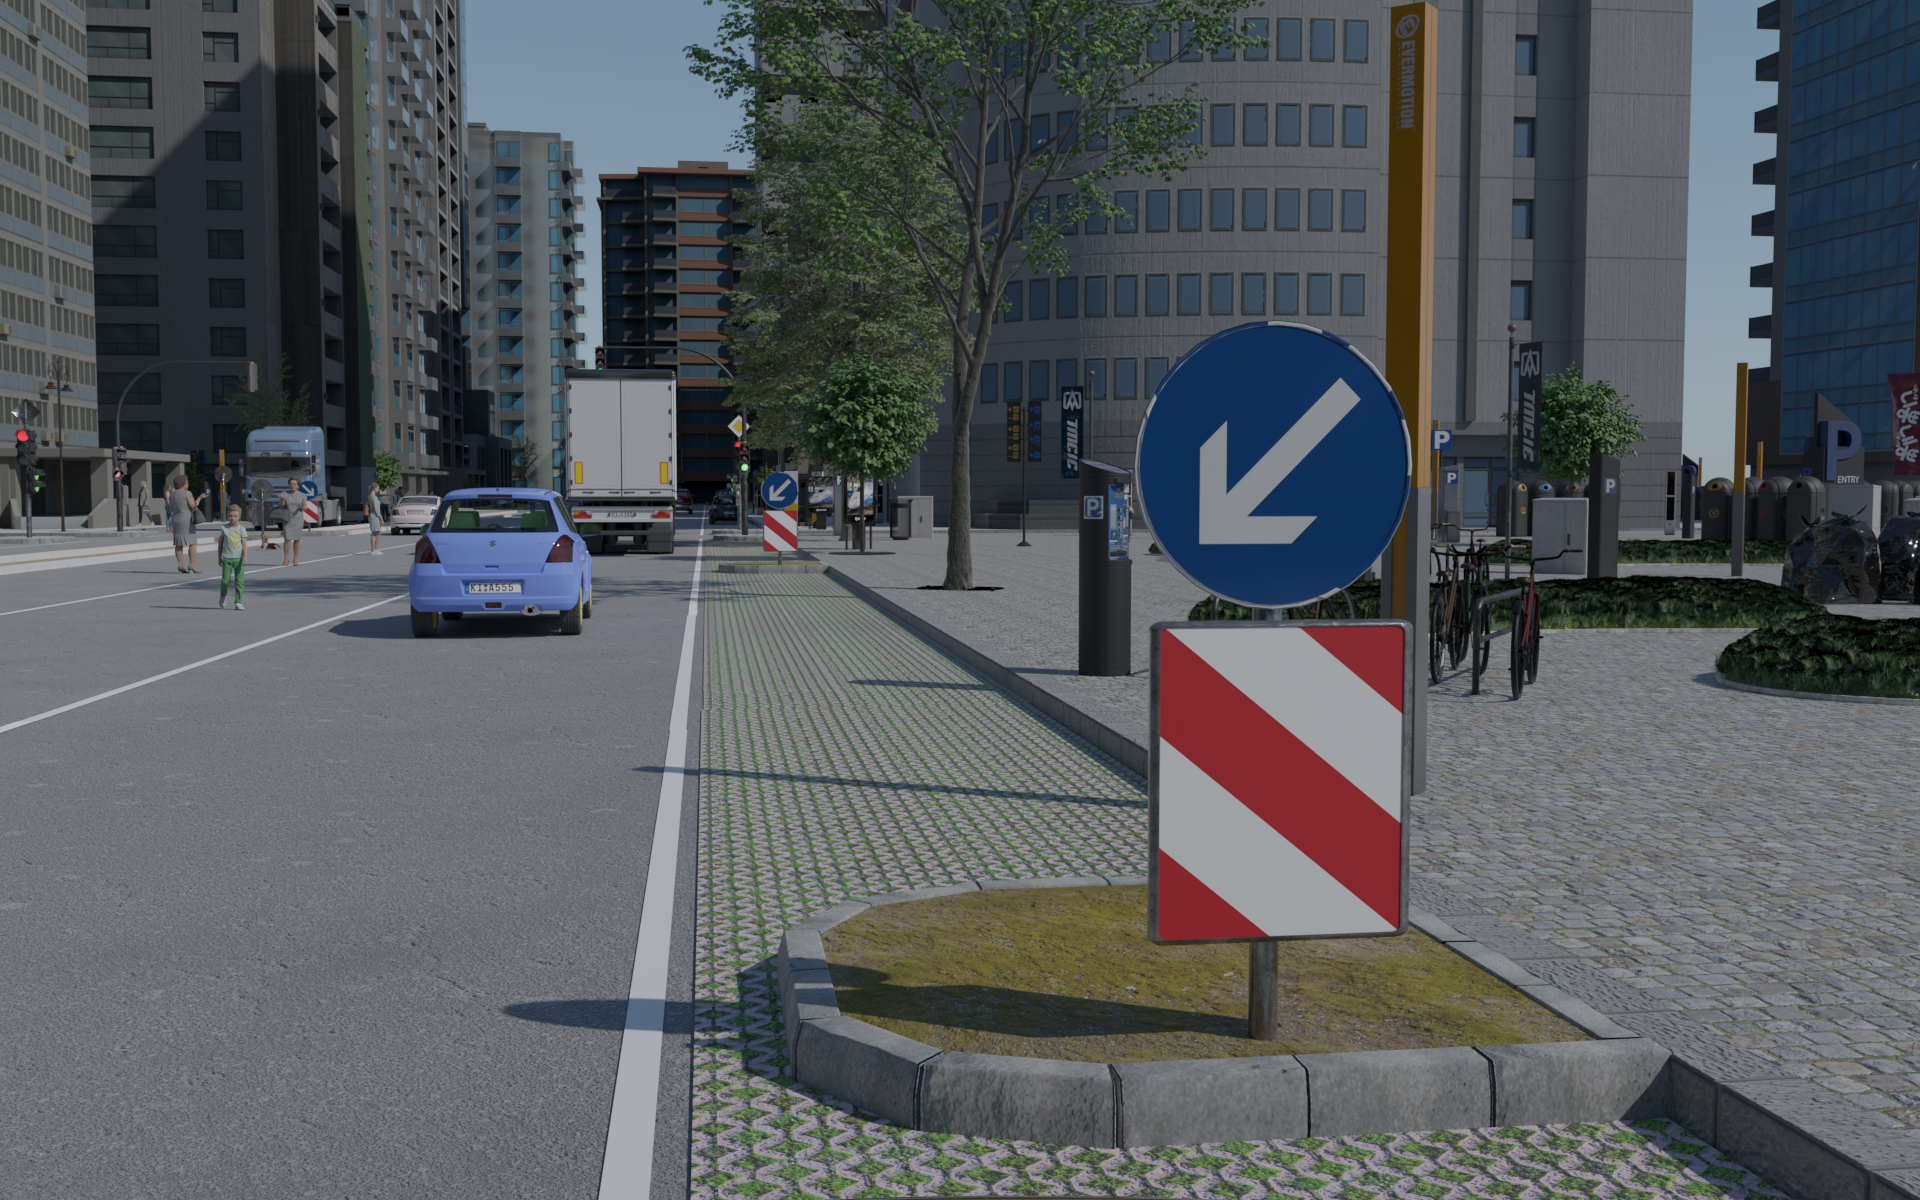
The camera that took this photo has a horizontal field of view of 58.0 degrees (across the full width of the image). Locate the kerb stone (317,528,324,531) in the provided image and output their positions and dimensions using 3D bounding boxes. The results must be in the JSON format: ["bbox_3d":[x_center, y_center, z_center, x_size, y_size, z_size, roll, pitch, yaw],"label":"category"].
[{"bbox_3d":[-24.063,-2.602,64.754,0.120,0.150,1.000,-1,4,-8],"label":"kerb stone"}]

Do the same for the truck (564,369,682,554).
[{"bbox_3d":[-8.539,-3.398,44.472,2.839,4.237,11.283,-1,4,-9],"label":"truck"}]

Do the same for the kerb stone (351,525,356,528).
[{"bbox_3d":[-24.955,-2.976,70.850,0.120,0.150,1.000,-1,4,-8],"label":"kerb stone"}]

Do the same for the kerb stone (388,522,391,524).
[{"bbox_3d":[-26.143,-3.468,78.980,0.120,0.150,1.000,-1,4,-8],"label":"kerb stone"}]

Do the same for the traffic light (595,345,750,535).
[{"bbox_3d":[-8.792,-4.819,53.451,4.771,5.953,1.251,-1,4,-8],"label":"traffic light"}]

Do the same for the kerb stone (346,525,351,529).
[{"bbox_3d":[-24.806,-2.914,69.835,0.120,0.150,1.000,-1,4,-8],"label":"kerb stone"}]

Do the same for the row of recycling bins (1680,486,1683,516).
[{"bbox_3d":[36.648,-4.821,85.942,3.534,1.692,1.069,-3,4,-37],"label":"row of recycling bins"}]

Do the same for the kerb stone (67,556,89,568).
[{"bbox_3d":[-17.455,-0.729,34.131,0.120,0.150,1.000,-1,4,-8],"label":"kerb stone"}]

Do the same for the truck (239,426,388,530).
[{"bbox_3d":[-27.522,-5.204,74.846,2.967,4.110,18.799,-1,4,-9],"label":"truck"}]

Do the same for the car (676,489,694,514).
[{"bbox_3d":[-20.077,-7.020,123.454,2.281,1.827,5.304,-1,4,-9],"label":"car"}]

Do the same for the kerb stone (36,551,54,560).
[{"bbox_3d":[-20.121,-0.958,37.859,0.120,0.150,1.000,-1,4,-8],"label":"kerb stone"}]

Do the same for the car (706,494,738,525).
[{"bbox_3d":[-11.023,-4.420,82.056,2.009,1.686,4.222,-1,4,-9],"label":"car"}]

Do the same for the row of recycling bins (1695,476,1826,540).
[{"bbox_3d":[19.082,-2.085,41.201,1.069,1.692,3.534,-1,4,-19],"label":"row of recycling bins"}]

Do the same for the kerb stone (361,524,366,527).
[{"bbox_3d":[-25.254,-3.100,72.883,0.120,0.150,1.000,-1,4,-8],"label":"kerb stone"}]

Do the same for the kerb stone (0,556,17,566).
[{"bbox_3d":[-19.833,-0.829,35.832,0.120,0.150,1.000,-1,4,-8],"label":"kerb stone"}]

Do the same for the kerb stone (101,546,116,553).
[{"bbox_3d":[-20.715,-1.203,41.917,0.120,0.150,1.000,-1,4,-8],"label":"kerb stone"}]

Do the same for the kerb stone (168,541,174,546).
[{"bbox_3d":[-21.463,-1.514,46.984,0.120,0.150,1.000,-1,4,-8],"label":"kerb stone"}]

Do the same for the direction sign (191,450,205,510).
[{"bbox_3d":[-39.524,-5.987,89.885,0.876,3.537,0.379,1,4,21],"label":"direction sign"}]

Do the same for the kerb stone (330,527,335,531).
[{"bbox_3d":[-24.364,-2.727,66.777,0.120,0.150,1.000,-1,4,-8],"label":"kerb stone"}]

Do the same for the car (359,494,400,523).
[{"bbox_3d":[-28.917,-4.682,86.781,2.015,1.641,3.980,0,4,-7],"label":"car"}]

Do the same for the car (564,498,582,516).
[{"bbox_3d":[-17.609,-4.191,80.529,2.014,1.417,4.499,0,4,-8],"label":"car"}]

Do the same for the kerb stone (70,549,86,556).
[{"bbox_3d":[-20.420,-1.081,39.883,0.120,0.150,1.000,-1,4,-8],"label":"kerb stone"}]

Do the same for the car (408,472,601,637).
[{"bbox_3d":[-4.890,-0.560,18.749,1.945,1.707,3.694,-1,4,-10],"label":"car"}]

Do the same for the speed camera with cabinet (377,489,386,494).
[{"bbox_3d":[-41.472,-7.841,122.541,0.660,3.252,2.038,1,4,17],"label":"speed camera with cabinet"}]

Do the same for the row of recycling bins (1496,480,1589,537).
[{"bbox_3d":[17.909,-2.758,52.210,3.534,1.692,1.069,0,4,-5],"label":"row of recycling bins"}]

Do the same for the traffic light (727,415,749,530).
[{"bbox_3d":[-7.891,-4.457,61.795,0.839,4.253,0.868,-1,4,-8],"label":"traffic light"}]

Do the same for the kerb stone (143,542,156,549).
[{"bbox_3d":[-21.163,-1.392,44.962,0.120,0.150,1.000,-1,4,-8],"label":"kerb stone"}]

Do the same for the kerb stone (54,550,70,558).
[{"bbox_3d":[-20.271,-1.020,38.870,0.120,0.150,1.000,-1,4,-8],"label":"kerb stone"}]

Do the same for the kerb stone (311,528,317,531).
[{"bbox_3d":[-23.912,-2.541,63.733,0.120,0.150,1.000,-1,4,-8],"label":"kerb stone"}]

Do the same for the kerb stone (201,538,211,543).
[{"bbox_3d":[-21.905,-1.702,50.021,0.120,0.150,1.000,-1,4,-8],"label":"kerb stone"}]

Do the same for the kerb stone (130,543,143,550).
[{"bbox_3d":[-21.017,-1.328,43.945,0.120,0.150,1.000,-1,4,-8],"label":"kerb stone"}]

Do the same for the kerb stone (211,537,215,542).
[{"bbox_3d":[-22.054,-1.764,51.032,0.120,0.150,1.000,-1,4,-8],"label":"kerb stone"}]

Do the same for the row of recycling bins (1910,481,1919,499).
[{"bbox_3d":[28.861,-2.813,53.098,3.534,1.692,1.069,-3,5,-42],"label":"row of recycling bins"}]

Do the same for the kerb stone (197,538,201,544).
[{"bbox_3d":[-21.754,-1.640,49.009,0.120,0.150,1.000,-1,4,-8],"label":"kerb stone"}]

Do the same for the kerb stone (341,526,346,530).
[{"bbox_3d":[-24.660,-2.852,68.821,0.120,0.150,1.000,-1,4,-8],"label":"kerb stone"}]

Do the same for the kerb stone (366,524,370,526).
[{"bbox_3d":[-25.401,-3.162,73.900,0.120,0.150,1.000,-1,4,-8],"label":"kerb stone"}]

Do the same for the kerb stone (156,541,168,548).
[{"bbox_3d":[-21.311,-1.454,45.973,0.120,0.150,1.000,-1,4,-8],"label":"kerb stone"}]

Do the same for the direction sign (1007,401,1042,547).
[{"bbox_3d":[1.573,-3.084,42.418,0.876,3.537,0.379,1,4,17],"label":"direction sign"}]

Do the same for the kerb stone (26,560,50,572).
[{"bbox_3d":[-17.162,-0.606,32.099,0.120,0.150,1.000,-1,4,-8],"label":"kerb stone"}]

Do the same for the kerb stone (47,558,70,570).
[{"bbox_3d":[-17.306,-0.668,33.113,0.120,0.150,1.000,-1,4,-8],"label":"kerb stone"}]

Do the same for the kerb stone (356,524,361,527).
[{"bbox_3d":[-25.106,-3.033,71.871,0.120,0.150,1.000,-1,4,-8],"label":"kerb stone"}]

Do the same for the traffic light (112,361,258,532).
[{"bbox_3d":[-26.474,-5.164,59.104,4.771,5.953,1.251,-1,4,-8],"label":"traffic light"}]

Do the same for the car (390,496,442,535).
[{"bbox_3d":[-19.117,-3.019,61.718,2.083,1.381,4.827,-1,4,-10],"label":"car"}]

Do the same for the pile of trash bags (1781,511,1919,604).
[{"bbox_3d":[11.601,-0.653,20.433,3.447,1.369,1.912,1,4,22],"label":"pile of trash bags"}]

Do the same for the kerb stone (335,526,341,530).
[{"bbox_3d":[-24.516,-2.789,67.797,0.120,0.150,1.000,-1,4,-8],"label":"kerb stone"}]

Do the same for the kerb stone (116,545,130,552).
[{"bbox_3d":[-20.864,-1.266,42.928,0.120,0.150,1.000,-1,4,-8],"label":"kerb stone"}]

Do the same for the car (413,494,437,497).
[{"bbox_3d":[-31.069,-5.402,100.322,2.014,1.417,4.499,-1,4,-8],"label":"car"}]

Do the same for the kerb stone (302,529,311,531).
[{"bbox_3d":[-23.764,-2.478,62.715,0.120,0.150,1.000,-1,4,-8],"label":"kerb stone"}]

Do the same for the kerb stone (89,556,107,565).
[{"bbox_3d":[-17.606,-0.787,35.142,0.120,0.150,1.000,-1,4,-8],"label":"kerb stone"}]

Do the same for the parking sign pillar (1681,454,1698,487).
[{"bbox_3d":[48.573,-7.756,115.278,1.447,3.967,1.447,-2,4,-33],"label":"parking sign pillar"}]

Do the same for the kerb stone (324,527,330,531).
[{"bbox_3d":[-24.209,-2.665,65.767,0.120,0.150,1.000,-1,4,-8],"label":"kerb stone"}]

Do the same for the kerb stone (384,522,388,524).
[{"bbox_3d":[-25.997,-3.411,77.966,0.120,0.150,1.000,-1,4,-8],"label":"kerb stone"}]

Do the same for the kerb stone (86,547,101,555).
[{"bbox_3d":[-20.572,-1.140,40.894,0.120,0.150,1.000,-1,4,-8],"label":"kerb stone"}]

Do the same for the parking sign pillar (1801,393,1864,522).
[{"bbox_3d":[23.397,-3.528,46.150,1.447,3.967,1.447,-1,4,-15],"label":"parking sign pillar"}]

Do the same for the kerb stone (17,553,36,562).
[{"bbox_3d":[-19.974,-0.891,36.844,0.120,0.150,1.000,-1,4,-8],"label":"kerb stone"}]

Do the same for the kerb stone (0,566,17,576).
[{"bbox_3d":[-17.010,-0.544,31.083,0.120,0.150,1.000,-1,4,-8],"label":"kerb stone"}]

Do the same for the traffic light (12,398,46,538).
[{"bbox_3d":[-27.374,-3.789,50.867,0.839,4.253,0.868,-1,4,-8],"label":"traffic light"}]
